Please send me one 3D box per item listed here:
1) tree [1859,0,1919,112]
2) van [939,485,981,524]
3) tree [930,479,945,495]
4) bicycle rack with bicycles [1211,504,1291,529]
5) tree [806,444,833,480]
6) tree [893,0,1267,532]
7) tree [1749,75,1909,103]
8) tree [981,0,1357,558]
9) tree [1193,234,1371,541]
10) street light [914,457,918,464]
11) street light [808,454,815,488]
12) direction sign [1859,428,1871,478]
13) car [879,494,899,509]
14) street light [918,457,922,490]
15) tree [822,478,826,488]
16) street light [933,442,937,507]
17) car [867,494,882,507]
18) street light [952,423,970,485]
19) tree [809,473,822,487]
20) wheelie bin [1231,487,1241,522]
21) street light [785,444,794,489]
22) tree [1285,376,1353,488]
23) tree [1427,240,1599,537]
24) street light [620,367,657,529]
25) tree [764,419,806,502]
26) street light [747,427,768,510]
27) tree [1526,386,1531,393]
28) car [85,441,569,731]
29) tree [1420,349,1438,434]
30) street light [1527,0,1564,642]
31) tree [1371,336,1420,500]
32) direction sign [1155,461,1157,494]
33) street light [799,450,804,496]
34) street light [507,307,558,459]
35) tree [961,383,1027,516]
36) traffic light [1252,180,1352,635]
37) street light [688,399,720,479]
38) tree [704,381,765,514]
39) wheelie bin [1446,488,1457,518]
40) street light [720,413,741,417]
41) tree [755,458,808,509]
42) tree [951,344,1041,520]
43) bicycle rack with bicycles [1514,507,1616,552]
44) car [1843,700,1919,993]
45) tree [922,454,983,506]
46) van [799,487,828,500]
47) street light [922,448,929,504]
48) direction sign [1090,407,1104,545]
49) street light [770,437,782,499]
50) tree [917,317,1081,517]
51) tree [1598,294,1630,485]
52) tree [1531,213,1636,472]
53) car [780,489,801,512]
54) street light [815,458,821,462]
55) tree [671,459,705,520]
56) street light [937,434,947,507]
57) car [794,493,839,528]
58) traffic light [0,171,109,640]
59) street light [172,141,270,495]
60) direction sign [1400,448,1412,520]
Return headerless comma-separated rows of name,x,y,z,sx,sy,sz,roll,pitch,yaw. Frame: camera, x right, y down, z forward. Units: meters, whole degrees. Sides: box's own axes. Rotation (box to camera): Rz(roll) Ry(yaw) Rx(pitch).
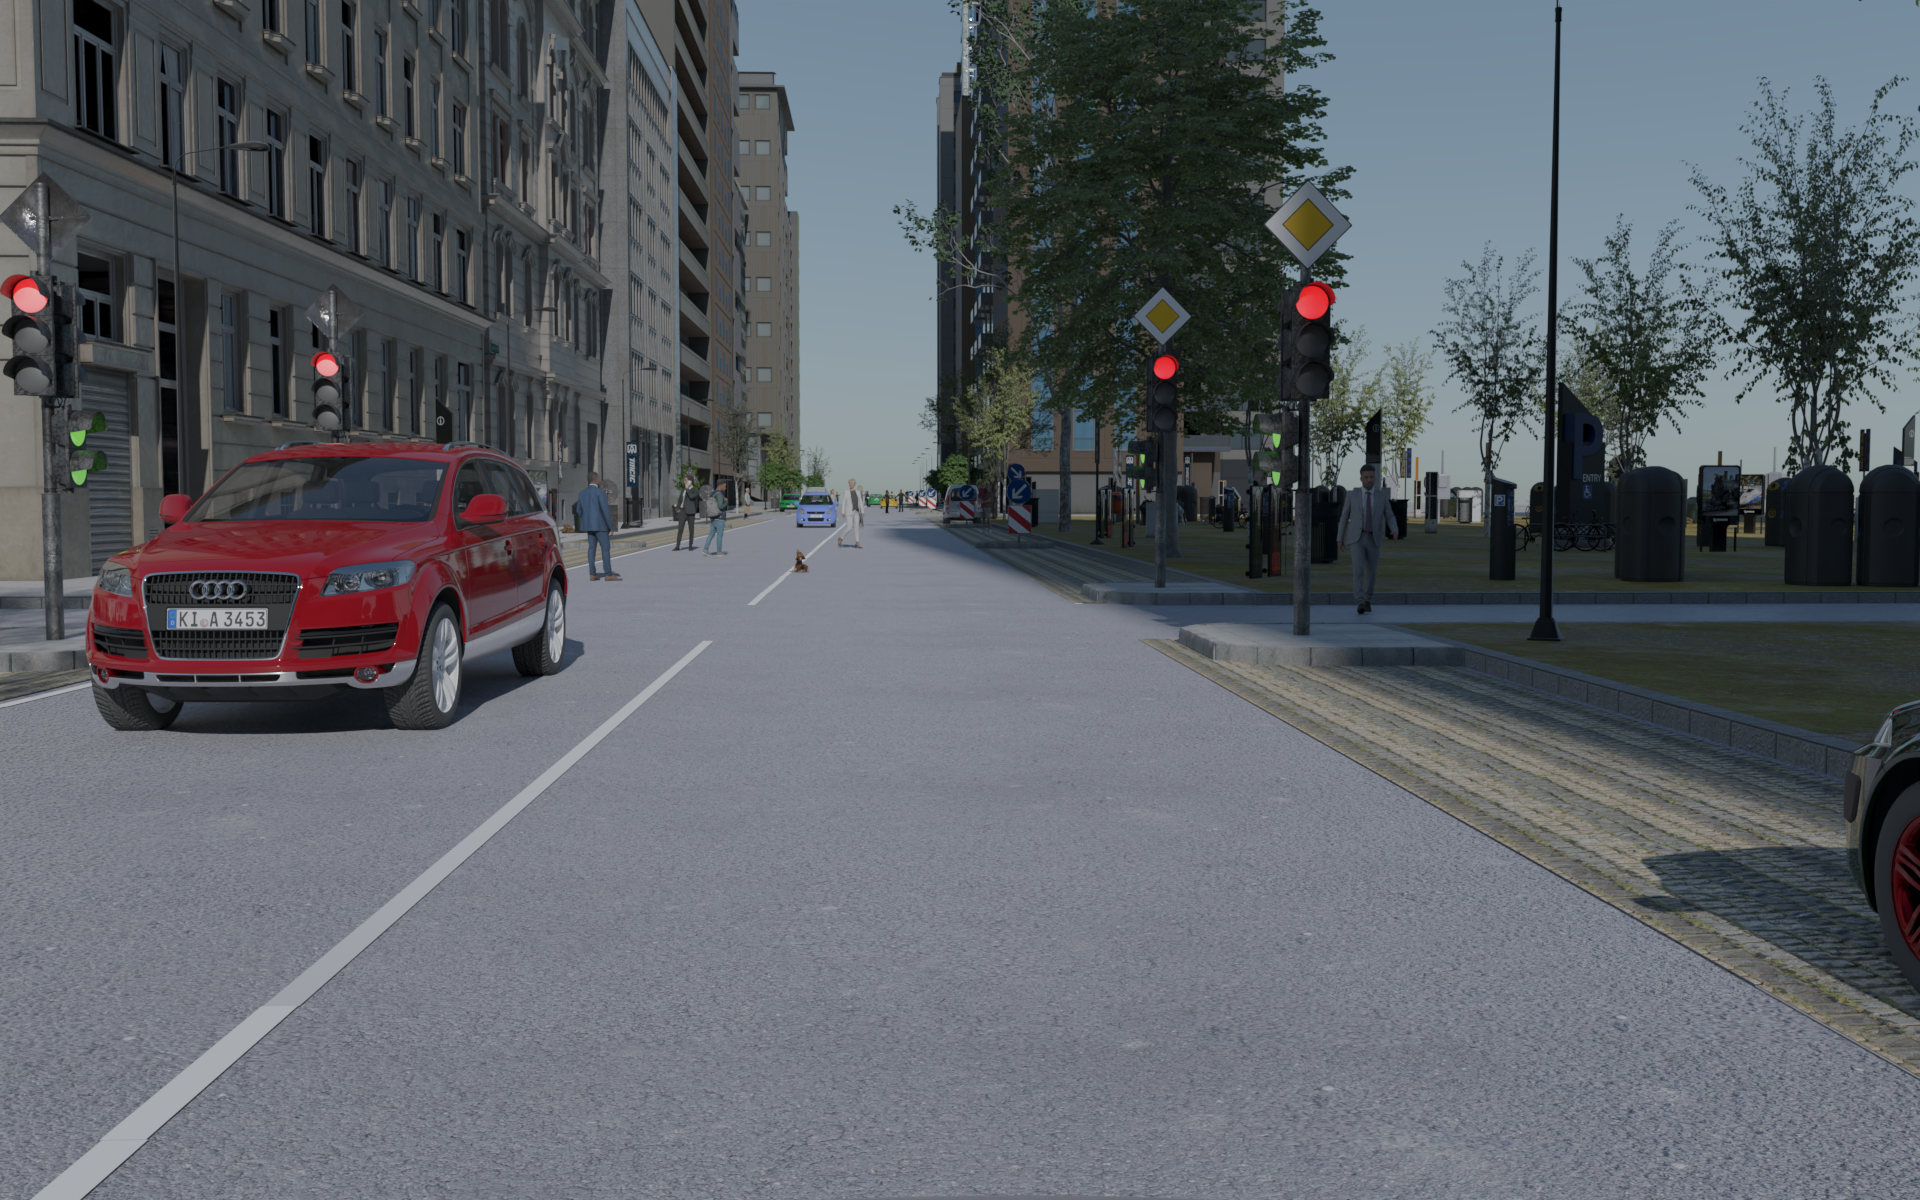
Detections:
tree,6.539,-3.636,9.810,4.737,8.622,4.395,0,3,0
van,0.084,-4.402,78.988,2.013,2.044,4.112,0,4,-2
tree,-2.092,-11.681,185.585,1.663,3.219,1.824,0,3,0
bicycle rack with bicycles,11.001,-3.171,65.230,2.925,0.926,2.852,1,4,12
tree,-21.270,-18.784,257.476,4.360,8.622,3.978,0,3,0
tree,4.105,-12.450,59.443,12.611,20.169,13.585,0,3,0
tree,14.645,-4.856,29.763,4.360,8.622,3.978,0,3,0
tree,4.100,-7.108,34.350,7.486,12.596,7.792,0,3,0
tree,8.142,-5.905,46.905,4.737,8.622,4.395,0,3,0
street light,-4.736,-15.017,218.075,1.470,5.913,1.316,0,4,-3
street light,-18.090,-14.071,202.595,1.470,5.913,1.316,0,4,-3
direction sign,31.442,-4.174,60.246,0.379,3.537,0.876,0,4,7
car,-6.901,-9.676,168.418,2.015,1.641,3.980,0,4,-3
street light,-3.755,-13.763,197.566,1.470,5.913,1.316,0,4,-3
tree,-20.815,-16.182,248.295,4.285,4.588,4.351,0,3,0
street light,-1.748,-11.142,154.708,1.470,5.913,1.316,0,4,-3
car,-9.249,-11.121,190.625,1.959,1.807,4.718,0,4,-4
street light,0.039,-8.655,114.047,1.470,5.913,1.316,0,4,-3
tree,-17.984,-12.377,186.076,4.285,4.588,4.351,0,3,0
wheelie bin,12.590,-4.407,79.967,0.693,1.594,0.980,1,4,18
street light,-16.094,-11.548,161.347,1.470,5.913,1.316,0,4,-3
tree,19.862,-8.877,95.505,4.360,8.622,3.978,0,3,0
tree,15.891,-6.166,51.170,4.360,8.622,3.978,0,3,0
street light,-11.783,-5.562,63.486,1.470,5.913,1.316,0,4,-3
tree,-17.364,-13.359,168.786,4.737,8.622,4.395,0,3,0
street light,-14.237,-9.061,120.681,1.470,5.913,1.316,0,4,-3
tree,25.922,-7.443,72.062,4.737,8.622,4.395,0,3,0
car,-4.169,-0.215,12.194,2.281,1.827,5.304,0,4,-1
tree,20.561,-8.022,81.519,4.737,8.622,4.395,0,3,0
street light,4.612,-2.599,15.042,1.470,5.913,1.316,0,4,-3
tree,16.195,-7.546,73.736,4.737,8.622,4.395,0,3,0
direction sign,10.442,-6.115,91.980,0.379,3.537,0.876,0,4,-2
street light,-17.133,-12.840,182.478,1.470,5.913,1.316,0,4,-3
street light,-10.656,-4.313,43.066,1.470,5.913,1.316,0,4,-3
tree,2.056,-9.325,102.829,4.360,8.622,3.978,0,3,0
traffic light,3.094,-1.636,15.667,0.839,4.253,0.868,0,4,-3
street light,-12.660,-6.842,84.412,1.470,5.913,1.316,0,4,-3
tree,-14.447,-9.883,111.947,4.360,8.622,3.978,0,3,0
wheelie bin,26.683,-5.265,93.994,0.693,1.594,0.980,0,4,4
street light,-13.280,-7.760,99.422,1.470,5.913,1.316,0,4,-3
tree,-16.675,-10.438,154.380,4.285,4.588,4.351,0,3,0
tree,1.962,-8.176,84.048,4.737,8.622,4.395,0,3,0
bicycle rack with bicycles,14.043,-1.574,39.113,2.925,0.926,2.852,3,4,36
car,3.602,0.377,3.618,2.009,1.686,4.222,0,4,-2
tree,0.039,-8.784,127.325,4.285,4.588,4.351,0,3,0
van,-8.598,-5.913,103.693,2.013,2.044,4.112,0,4,-4
street light,-2.845,-12.398,175.241,1.470,5.913,1.316,0,4,-3
direction sign,3.485,-3.178,43.955,0.379,3.537,0.876,1,4,11
street light,-15.325,-10.317,141.221,1.470,5.913,1.316,0,4,-3
tree,1.914,-9.640,92.032,8.767,10.594,7.601,-1,4,-13
tree,23.839,-6.809,61.692,4.360,8.622,3.978,0,3,0
tree,18.086,-5.858,46.137,4.737,8.622,4.395,0,3,0
car,-13.371,-7.876,137.569,1.959,1.807,4.718,0,4,-2
street light,-19.010,-15.330,223.185,1.470,5.913,1.316,0,4,-3
tree,-13.478,-5.658,87.110,1.663,3.219,1.824,0,3,0
street light,-0.841,-9.893,134.289,1.470,5.913,1.316,0,4,-3
car,-6.196,-3.990,74.833,1.945,1.707,3.694,0,4,-4
traffic light,-7.955,-1.604,15.144,0.839,4.253,0.868,0,4,-3
street light,-9.790,-3.083,22.945,1.470,5.913,1.316,0,4,-3
direction sign,21.774,-5.667,84.658,0.876,3.537,0.379,-3,4,-38
